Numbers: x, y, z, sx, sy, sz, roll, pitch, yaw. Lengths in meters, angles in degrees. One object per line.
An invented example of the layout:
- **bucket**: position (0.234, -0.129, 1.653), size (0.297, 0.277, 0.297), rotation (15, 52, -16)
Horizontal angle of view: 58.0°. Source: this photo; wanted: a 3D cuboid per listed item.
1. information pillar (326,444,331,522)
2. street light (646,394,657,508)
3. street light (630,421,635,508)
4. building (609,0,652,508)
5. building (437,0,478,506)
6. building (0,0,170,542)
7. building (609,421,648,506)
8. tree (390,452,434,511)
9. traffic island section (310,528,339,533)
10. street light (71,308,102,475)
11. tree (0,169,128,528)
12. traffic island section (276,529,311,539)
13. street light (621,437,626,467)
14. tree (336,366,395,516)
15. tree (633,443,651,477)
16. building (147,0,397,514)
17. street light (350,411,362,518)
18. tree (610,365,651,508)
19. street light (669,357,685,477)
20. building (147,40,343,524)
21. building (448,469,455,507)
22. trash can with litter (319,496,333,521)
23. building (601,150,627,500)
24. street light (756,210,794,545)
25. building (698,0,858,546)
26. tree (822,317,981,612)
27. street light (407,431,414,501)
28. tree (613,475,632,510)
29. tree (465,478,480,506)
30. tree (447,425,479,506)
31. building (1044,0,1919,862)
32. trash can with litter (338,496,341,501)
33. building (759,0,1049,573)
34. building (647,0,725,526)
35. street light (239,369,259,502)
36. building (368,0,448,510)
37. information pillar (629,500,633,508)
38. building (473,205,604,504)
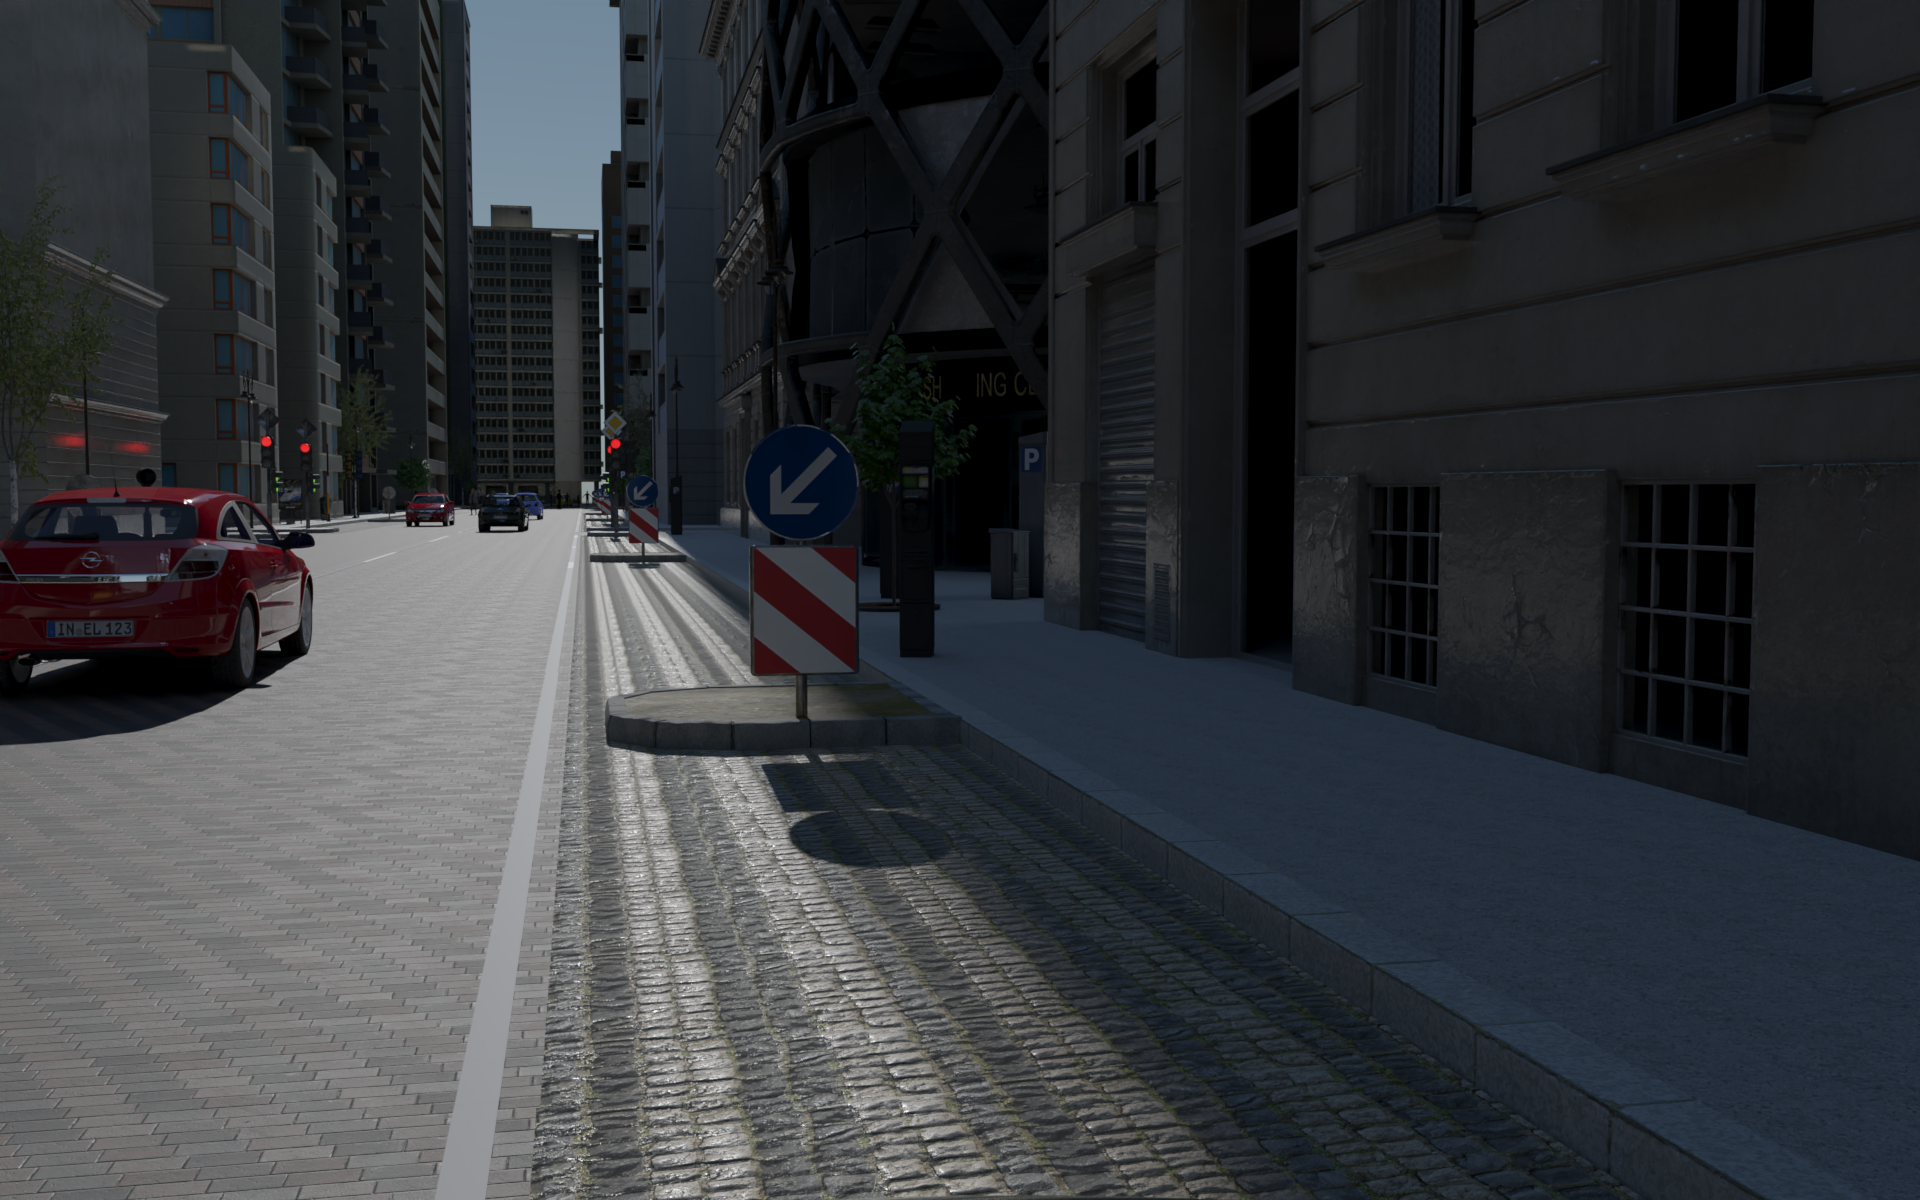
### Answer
- **information pillar**: position (-29.220, -5.427, 80.078), size (0.183, 3.616, 0.504), rotation (-1, 4, -21)
- **street light**: position (-14.009, -6.477, 78.682), size (0.468, 5.910, 1.993), rotation (-1, 4, -12)
- **street light**: position (-20.503, -8.308, 108.626), size (0.468, 5.910, 1.993), rotation (-1, 4, -12)
- **building**: position (-17.967, -35.117, 163.399), size (28.713, 52.752, 27.495), rotation (-1, 4, -12)
- **building**: position (-70.246, -40.092, 197.495), size (28.212, 58.520, 21.231), rotation (-1, 4, -12)
- **building**: position (-40.411, -13.819, 45.018), size (34.723, 24.649, 14.460), rotation (-1, 4, -12)
- **building**: position (-31.529, -46.928, 205.516), size (20.563, 71.187, 20.611), rotation (-1, 4, -12)
- **tree**: position (-42.667, -9.242, 134.818), size (4.285, 4.588, 4.351), rotation (0, 3, 0)
- **traffic island section**: position (-24.243, -2.573, 64.352), size (2.009, 0.180, 2.903), rotation (-1, 4, -12)
- **street light**: position (-21.740, -4.300, 43.098), size (0.468, 5.910, 1.993), rotation (-1, 4, -12)
- **tree**: position (-21.261, -5.436, 39.233), size (4.737, 8.622, 4.395), rotation (0, 3, 0)
- **traffic island section**: position (-22.546, -2.096, 56.548), size (2.009, 0.180, 2.903), rotation (-1, 4, -12)
- **street light**: position (-26.939, -10.133, 138.455), size (0.468, 5.910, 1.993), rotation (-1, 4, -12)
- **tree**: position (-34.607, -9.100, 99.153), size (4.737, 8.622, 4.395), rotation (0, 3, 0)
- **tree**: position (-16.239, -6.819, 95.197), size (4.285, 4.588, 4.351), rotation (0, 3, 0)
- **building**: position (-49.802, -28.093, 113.951), size (22.147, 44.769, 28.867), rotation (-1, 4, -12)
- **street light**: position (-32.850, -7.436, 94.370), size (0.468, 5.910, 1.993), rotation (-1, 4, -12)
- **tree**: position (-17.866, -9.133, 99.689), size (4.360, 8.622, 3.978), rotation (0, 3, 0)
- **street light**: position (-9.526, -5.230, 58.291), size (0.468, 5.910, 1.993), rotation (-1, 4, -12)
- **building**: position (-44.550, -14.256, 78.127), size (27.650, 21.520, 28.899), rotation (-1, 4, -12)
- **building**: position (-59.624, -44.432, 164.720), size (20.563, 71.187, 20.611), rotation (-1, 4, -12)
- **trash can with litter**: position (-30.852, -4.461, 84.320), size (0.624, 1.170, 1.055), rotation (-1, 4, -19)
- **building**: position (-40.057, -35.462, 229.915), size (14.200, 45.320, 14.600), rotation (-1, 4, -12)
- **street light**: position (-3.037, -3.407, 28.500), size (0.468, 5.910, 1.993), rotation (-1, 4, -12)
- **building**: position (-1.678, -11.395, 50.937), size (10.561, 19.102, 19.286), rotation (-1, 4, -12)
- **tree**: position (-0.830, -1.498, 19.100), size (1.663, 3.219, 1.824), rotation (0, 3, 0)
- **street light**: position (-39.324, -9.259, 124.165), size (0.468, 5.910, 1.993), rotation (-1, 4, -12)
- **tree**: position (-28.447, -9.274, 146.237), size (1.663, 3.219, 1.824), rotation (0, 3, 0)
- **tree**: position (-53.542, -11.908, 189.295), size (1.663, 3.219, 1.824), rotation (0, 3, 0)
- **tree**: position (-53.093, -14.316, 184.425), size (4.737, 8.622, 4.395), rotation (0, 3, 0)
- **building**: position (10.962, -10.471, 4.492), size (16.112, 22.955, 30.059), rotation (-1, 4, -12)
- **trash can with litter**: position (-34.886, -5.183, 96.128), size (1.055, 1.170, 0.624), rotation (-2, 4, -26)
- **building**: position (4.526, -10.128, 33.047), size (16.820, 18.784, 16.811), rotation (-1, 4, -12)
- **building**: position (0.659, -32.729, 77.112), size (28.212, 58.520, 21.231), rotation (-1, 4, -12)
- **street light**: position (-26.258, -5.581, 64.031), size (0.468, 5.910, 1.993), rotation (-1, 4, -12)
- **building**: position (-55.086, -31.874, 144.838), size (21.300, 48.544, 21.600), rotation (-1, 4, -12)
- **information pillar**: position (-23.225, -7.203, 122.268), size (0.304, 2.012, 0.304), rotation (0, 4, -6)
- **building**: position (-60.850, -33.269, 235.829), size (23.993, 40.220, 32.217), rotation (-1, 4, -12)
